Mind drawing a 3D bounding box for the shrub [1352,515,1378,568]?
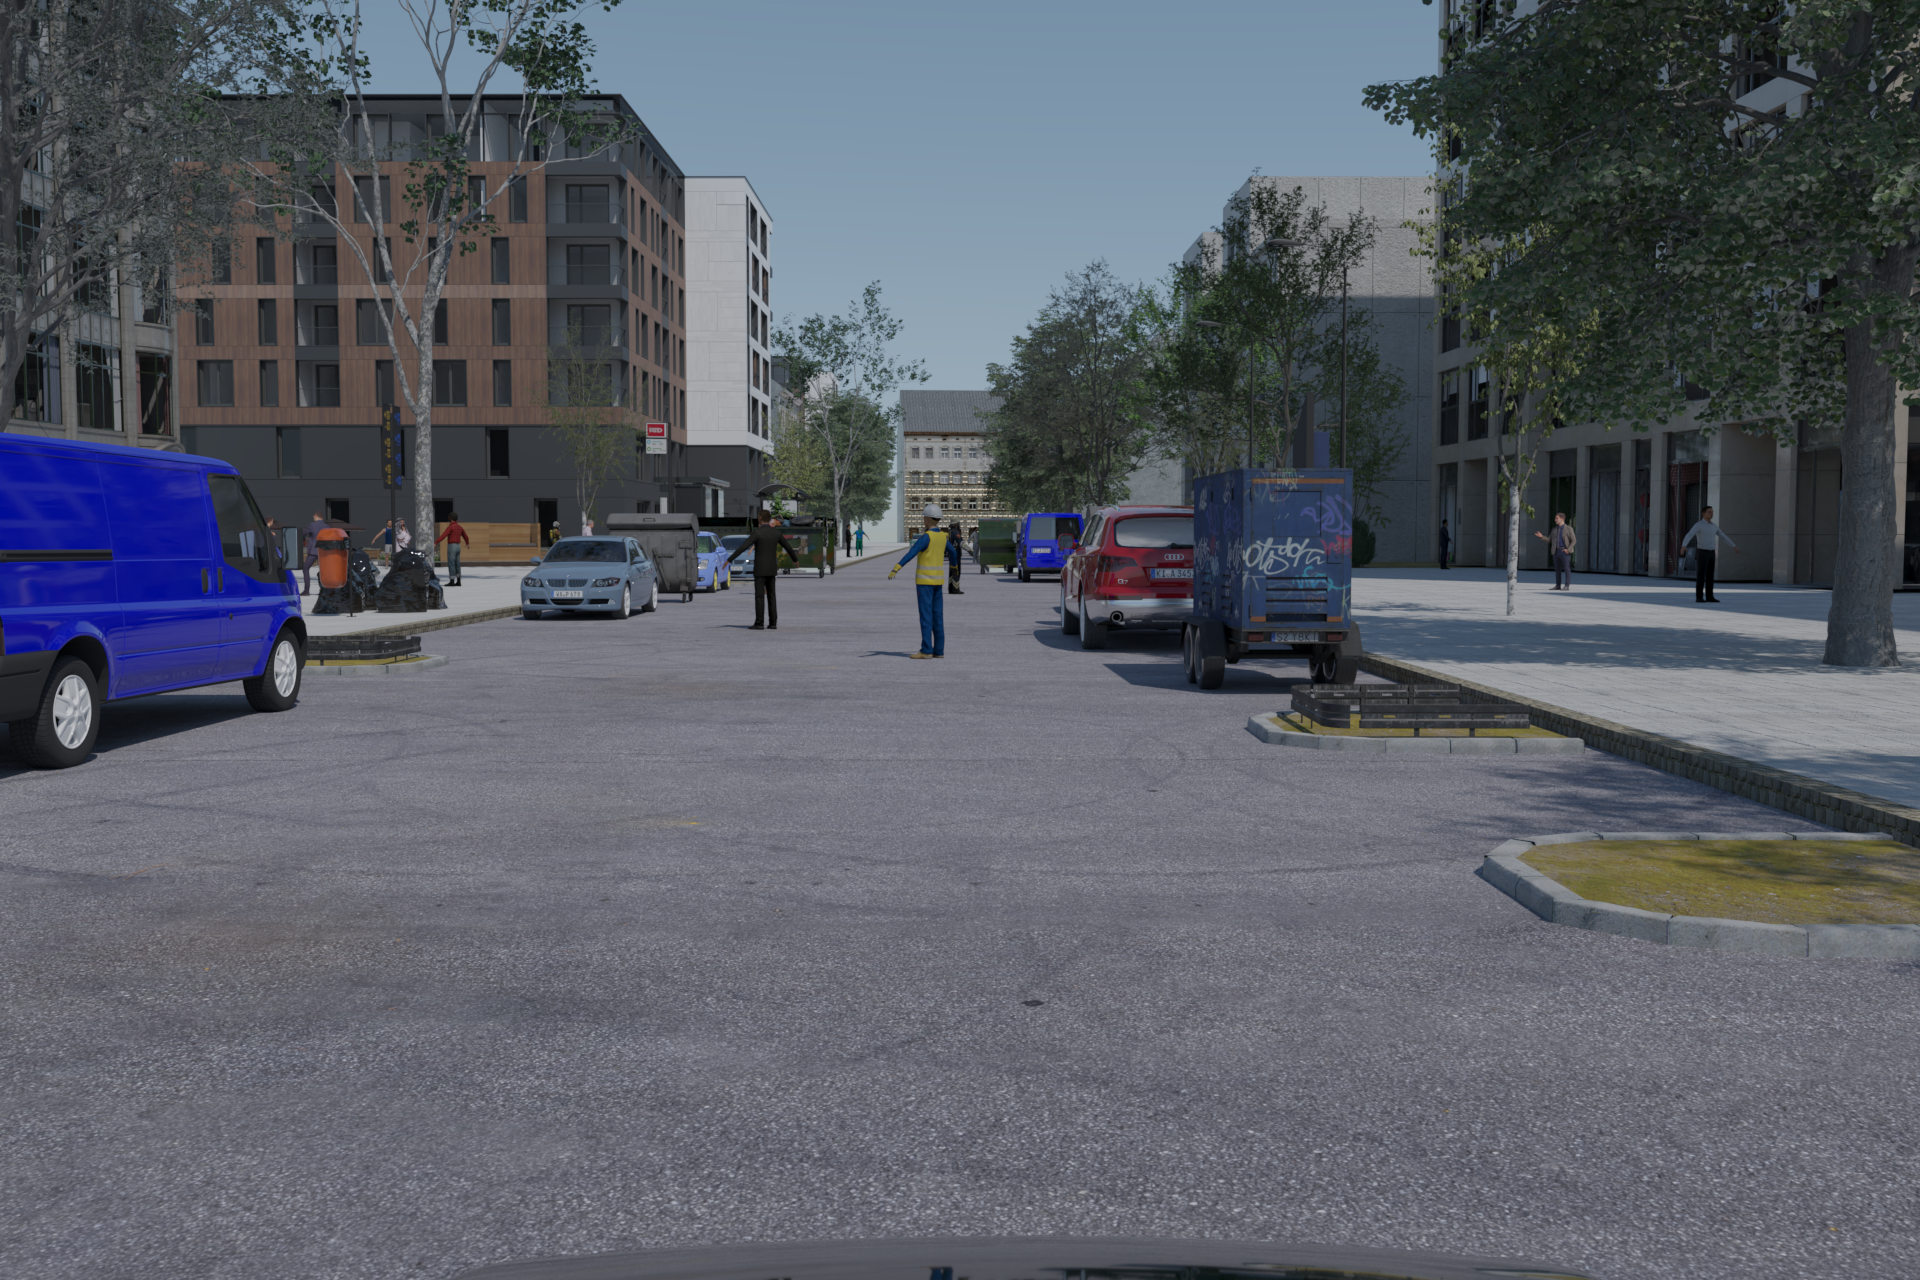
[{"bbox_3d":[15.165,-3.786,66.328,1.690,2.028,1.600,0,3,0],"label":"shrub"}]

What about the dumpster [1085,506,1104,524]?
[{"bbox_3d":[2.858,-1.140,26.859,1.865,1.857,1.264,0,4,-1],"label":"dumpster"}]

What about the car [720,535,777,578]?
[{"bbox_3d":[-6.501,-2.436,51.826,2.014,1.417,4.499,0,3,0],"label":"car"}]

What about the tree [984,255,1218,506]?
[{"bbox_3d":[6.179,-10.207,77.248,12.009,13.543,11.850,0,3,0],"label":"tree"}]

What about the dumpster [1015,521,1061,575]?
[{"bbox_3d":[2.775,-3.097,58.851,1.865,1.857,1.264,0,4,-1],"label":"dumpster"}]

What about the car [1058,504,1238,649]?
[{"bbox_3d":[2.490,-0.881,23.079,2.281,1.827,5.304,0,4,-1],"label":"car"}]

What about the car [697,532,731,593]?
[{"bbox_3d":[-6.757,-2.055,43.186,1.945,1.707,3.694,0,3,0],"label":"car"}]

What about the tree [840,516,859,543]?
[{"bbox_3d":[-17.284,-21.006,261.566,7.486,12.596,7.792,0,3,0],"label":"tree"}]

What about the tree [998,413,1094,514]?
[{"bbox_3d":[5.989,-12.458,121.816,7.486,12.596,7.792,0,3,0],"label":"tree"}]

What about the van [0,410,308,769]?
[{"bbox_3d":[-6.363,-0.480,12.234,2.240,2.365,5.245,0,4,-1],"label":"van"}]

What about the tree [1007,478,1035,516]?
[{"bbox_3d":[5.061,-11.542,139.081,4.360,8.622,3.978,0,3,0],"label":"tree"}]

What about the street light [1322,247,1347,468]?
[{"bbox_3d":[6.609,-3.357,27.427,1.470,5.913,1.316,0,3,0],"label":"street light"}]

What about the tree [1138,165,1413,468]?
[{"bbox_3d":[8.099,-6.752,44.802,7.601,10.594,8.767,-1,4,-18],"label":"tree"}]

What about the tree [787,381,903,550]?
[{"bbox_3d":[-9.616,-14.490,143.563,9.857,13.997,8.962,0,3,0],"label":"tree"}]

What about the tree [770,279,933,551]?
[{"bbox_3d":[-8.619,-16.747,129.707,12.611,20.169,13.585,0,3,0],"label":"tree"}]

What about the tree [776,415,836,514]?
[{"bbox_3d":[-9.901,-9.608,107.460,4.360,8.622,3.978,0,3,0],"label":"tree"}]

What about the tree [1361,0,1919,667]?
[{"bbox_3d":[8.777,-6.730,16.695,9.857,13.997,8.962,0,3,0],"label":"tree"}]

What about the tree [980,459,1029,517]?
[{"bbox_3d":[5.342,-13.269,151.352,8.767,10.594,7.601,2,4,33],"label":"tree"}]

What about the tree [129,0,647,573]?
[{"bbox_3d":[-12.913,-11.272,40.189,12.611,20.169,13.585,0,3,0],"label":"tree"}]

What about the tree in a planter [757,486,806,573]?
[{"bbox_3d":[-6.772,-4.116,64.521,1.991,3.239,1.994,0,4,0],"label":"tree in a planter"}]

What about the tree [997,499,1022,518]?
[{"bbox_3d":[5.490,-13.356,168.735,4.737,8.622,4.395,0,3,0],"label":"tree"}]

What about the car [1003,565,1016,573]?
[{"bbox_3d":[2.583,-3.459,65.343,1.959,1.807,4.718,0,4,-1],"label":"car"}]

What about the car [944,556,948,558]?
[{"bbox_3d":[-0.879,-4.982,93.815,2.083,1.381,4.827,0,4,-1],"label":"car"}]

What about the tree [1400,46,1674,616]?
[{"bbox_3d":[8.915,-4.687,26.996,4.737,8.622,4.395,0,3,0],"label":"tree"}]

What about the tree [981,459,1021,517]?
[{"bbox_3d":[5.682,-13.877,161.303,8.767,10.594,7.601,1,4,15],"label":"tree"}]

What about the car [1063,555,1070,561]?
[{"bbox_3d":[2.934,-1.357,31.982,2.009,1.686,4.222,0,4,0],"label":"car"}]

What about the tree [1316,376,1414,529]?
[{"bbox_3d":[17.301,-7.653,75.490,4.737,8.622,4.395,0,3,0],"label":"tree"}]

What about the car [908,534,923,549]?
[{"bbox_3d":[-2.788,-7.088,127.681,2.131,1.459,4.920,0,4,0],"label":"car"}]

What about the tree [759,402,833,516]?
[{"bbox_3d":[-9.363,-8.953,96.744,4.737,8.622,4.395,0,3,0],"label":"tree"}]

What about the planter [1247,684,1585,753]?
[{"bbox_3d":[3.097,0.540,12.308,1.991,0.319,1.994,0,4,1],"label":"planter"}]

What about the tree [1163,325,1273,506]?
[{"bbox_3d":[8.444,-6.595,58.192,4.360,8.622,3.978,0,3,0],"label":"tree"}]

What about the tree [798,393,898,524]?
[{"bbox_3d":[-10.207,-15.190,155.009,9.857,13.997,8.962,0,3,0],"label":"tree"}]

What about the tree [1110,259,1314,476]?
[{"bbox_3d":[9.525,-8.574,65.938,9.928,11.665,9.643,0,3,0],"label":"tree"}]

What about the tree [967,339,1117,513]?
[{"bbox_3d":[5.643,-12.059,107.532,12.009,13.543,11.850,0,3,0],"label":"tree"}]

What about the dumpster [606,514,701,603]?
[{"bbox_3d":[-6.424,-1.717,36.293,1.865,1.857,1.264,0,4,0],"label":"dumpster"}]

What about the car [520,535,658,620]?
[{"bbox_3d":[-6.456,-1.135,30.567,2.014,1.417,4.499,0,4,0],"label":"car"}]

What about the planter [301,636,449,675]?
[{"bbox_3d":[-6.608,0.159,18.541,1.991,0.319,1.994,0,4,0],"label":"planter"}]

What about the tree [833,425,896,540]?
[{"bbox_3d":[-9.824,-15.205,166.736,7.486,12.596,7.792,0,3,0],"label":"tree"}]

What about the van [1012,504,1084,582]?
[{"bbox_3d":[2.758,-2.967,52.895,2.240,2.365,5.245,0,4,-2],"label":"van"}]

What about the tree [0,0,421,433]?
[{"bbox_3d":[-12.356,-6.831,22.061,12.009,13.543,11.850,0,3,0],"label":"tree"}]

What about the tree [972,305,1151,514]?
[{"bbox_3d":[5.776,-11.417,93.326,9.857,13.997,8.962,0,3,0],"label":"tree"}]

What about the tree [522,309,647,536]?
[{"bbox_3d":[-12.813,-6.568,57.756,4.360,8.622,3.978,0,3,0],"label":"tree"}]
